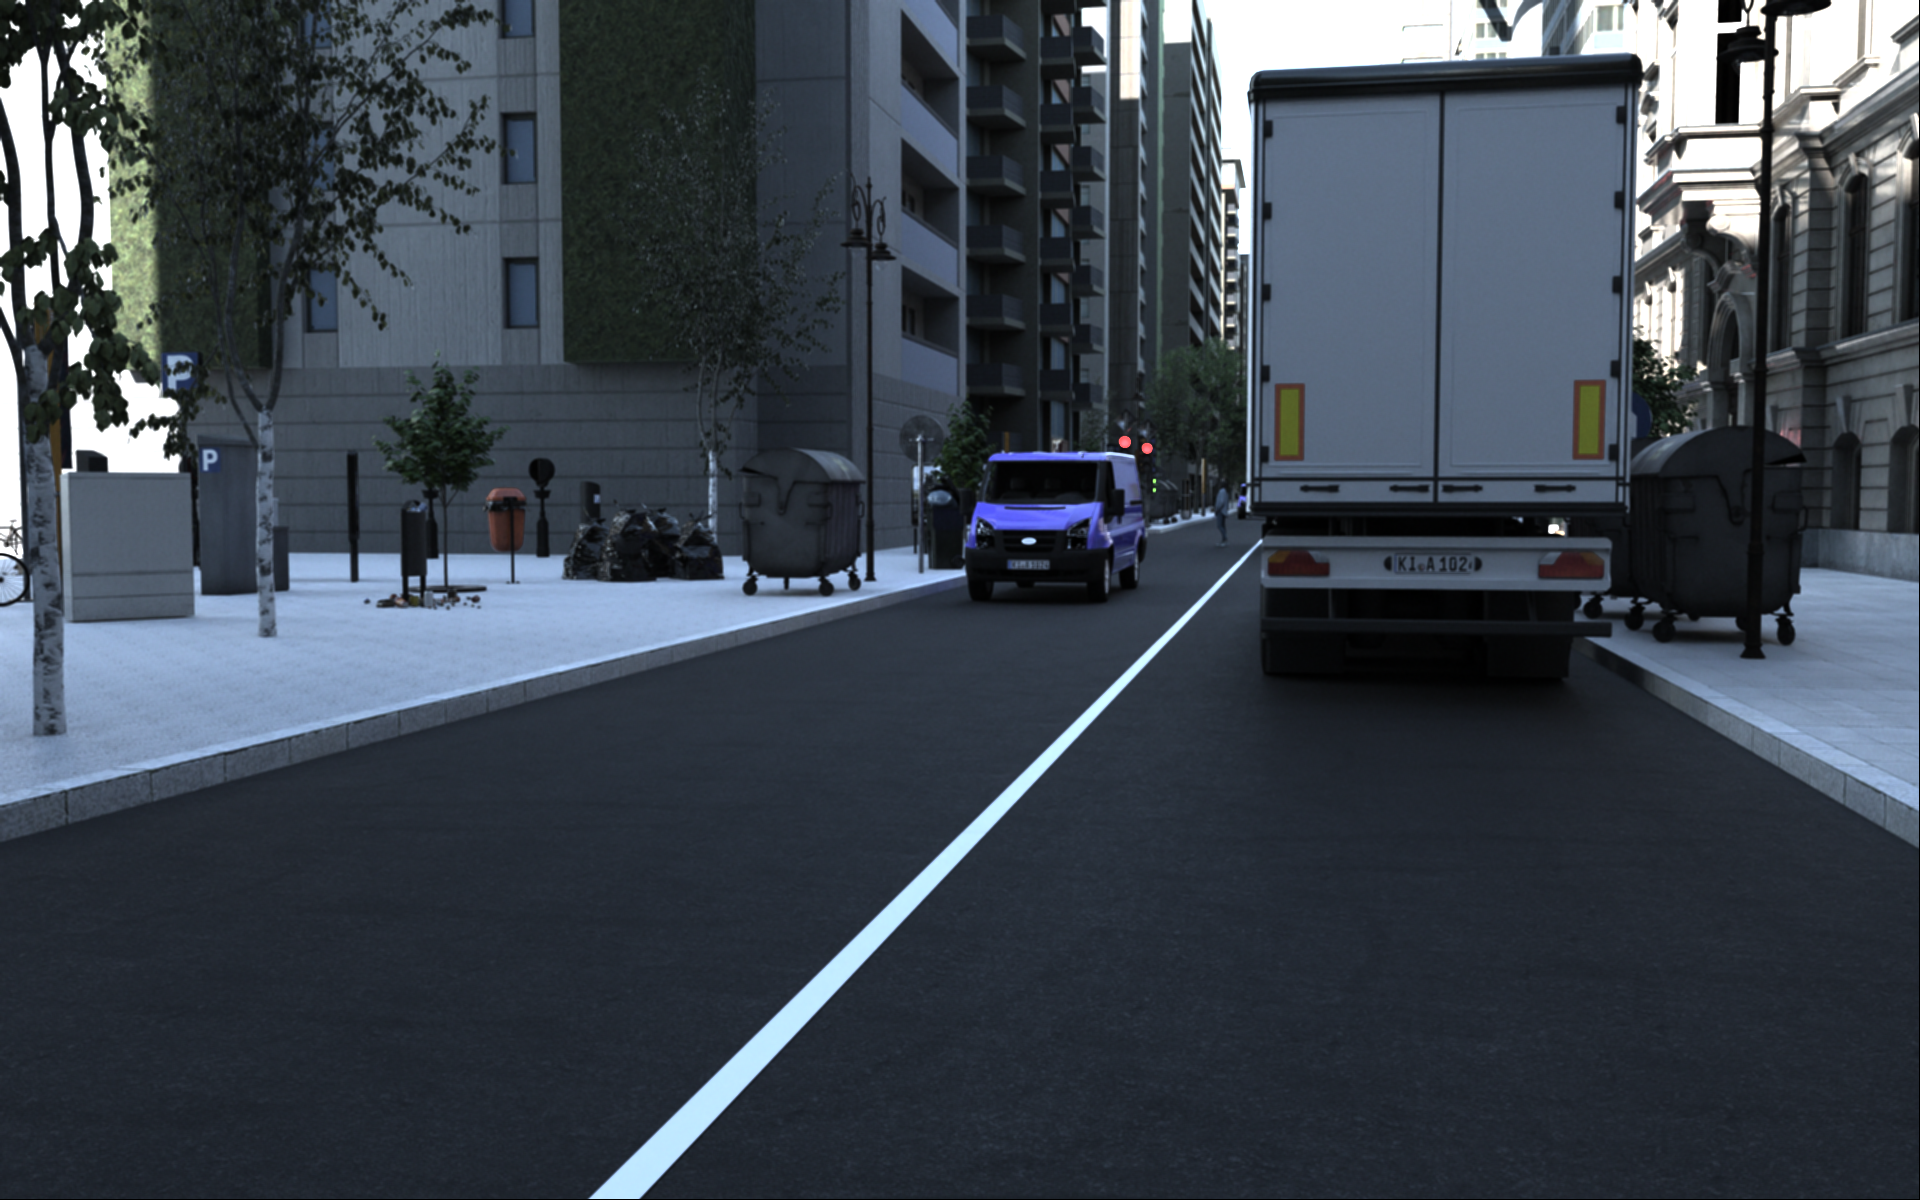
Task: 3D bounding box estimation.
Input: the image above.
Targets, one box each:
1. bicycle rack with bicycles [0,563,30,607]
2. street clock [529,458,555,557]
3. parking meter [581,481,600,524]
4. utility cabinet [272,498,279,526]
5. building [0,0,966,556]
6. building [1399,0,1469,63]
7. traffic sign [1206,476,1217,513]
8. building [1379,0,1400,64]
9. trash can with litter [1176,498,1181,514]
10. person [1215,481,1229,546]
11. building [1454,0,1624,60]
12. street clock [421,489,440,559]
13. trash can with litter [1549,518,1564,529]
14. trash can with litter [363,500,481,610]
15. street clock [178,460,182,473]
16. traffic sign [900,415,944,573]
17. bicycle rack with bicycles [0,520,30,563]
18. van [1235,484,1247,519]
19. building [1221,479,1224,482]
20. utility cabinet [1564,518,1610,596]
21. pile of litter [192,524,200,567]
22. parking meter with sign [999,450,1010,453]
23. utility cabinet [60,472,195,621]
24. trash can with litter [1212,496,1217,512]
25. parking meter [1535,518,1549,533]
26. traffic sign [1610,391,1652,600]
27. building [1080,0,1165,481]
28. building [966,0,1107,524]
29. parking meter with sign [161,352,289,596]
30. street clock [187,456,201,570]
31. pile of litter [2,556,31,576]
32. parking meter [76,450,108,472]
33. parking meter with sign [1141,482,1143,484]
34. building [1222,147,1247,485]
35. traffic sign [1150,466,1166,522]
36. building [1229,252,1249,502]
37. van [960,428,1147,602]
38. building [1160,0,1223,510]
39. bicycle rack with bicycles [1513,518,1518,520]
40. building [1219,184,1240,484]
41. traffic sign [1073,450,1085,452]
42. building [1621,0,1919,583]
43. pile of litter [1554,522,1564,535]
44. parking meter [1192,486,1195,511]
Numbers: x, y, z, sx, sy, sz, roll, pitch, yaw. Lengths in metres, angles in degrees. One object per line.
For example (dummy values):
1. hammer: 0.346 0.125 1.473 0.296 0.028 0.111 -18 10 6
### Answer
1. bicycle rack with bicycles: -11.687 -0.303 18.337 2.925 0.926 2.852 -1 4 -19
2. street clock: -8.476 -1.870 35.147 0.471 2.002 0.358 1 4 18
3. parking meter: -7.253 -1.566 34.022 0.372 1.533 0.369 0 3 0
4. utility cabinet: -10.438 -0.891 25.722 0.306 1.237 1.020 -3 5 -41
5. building: -14.435 -30.834 46.143 28.212 58.520 21.231 1 4 11
6. building: 42.801 -28.021 141.737 14.154 41.232 14.086 1 4 11
7. traffic sign: 17.339 -7.308 119.598 0.768 2.556 0.104 1 4 16
8. building: 56.650 -39.678 190.740 21.231 58.520 28.212 1 4 11
9. trash can with litter: 13.854 -6.018 109.781 1.055 1.170 0.624 -1 4 -16
10. person: 7.261 -2.388 47.805 0.793 1.790 0.793 -1 4 -11
11. building: 47.864 -26.221 120.586 32.217 40.220 23.993 1 4 11
12. street clock: -10.486 -1.820 34.324 0.358 2.002 0.471 2 4 35
13. trash can with litter: 22.053 -3.157 63.012 0.624 1.170 1.055 3 5 43
14. trash can with litter: -6.143 -0.565 20.302 1.678 1.210 2.233 0 4 5
15. street clock: -14.605 -1.741 33.034 0.471 2.002 0.358 -3 5 -40
16. traffic sign: -0.629 -1.706 28.002 0.768 2.556 0.104 1 4 19
17. bicycle rack with bicycles: -18.747 -1.324 35.029 2.852 0.926 2.925 1 4 13
18. van: 17.123 -5.855 100.107 2.240 2.365 5.245 1 4 13
19. building: 13.624 -30.849 196.268 32.217 40.220 23.993 1 4 11
20. utility cabinet: 8.173 -0.655 21.874 1.020 1.237 0.306 1 4 15
21. pile of litter: -13.838 -1.034 30.877 1.719 0.858 1.176 0 4 -1
22. parking meter with sign: 1.193 -4.466 69.272 0.543 3.016 1.738 -3 5 -45
23. utility cabinet: -8.496 -0.551 17.686 1.173 1.500 0.318 -3 5 -43
24. trash can with litter: 18.040 -6.766 122.009 0.624 1.170 1.055 2 4 29
25. parking meter: 10.837 -1.468 32.414 0.372 1.533 0.369 0 3 0
26. traffic sign: 7.960 -1.279 21.011 0.768 2.556 0.104 1 4 12
27. building: 7.311 -27.131 127.192 14.154 41.232 14.086 1 4 11
28. building: -4.586 -26.374 85.840 22.147 44.769 28.867 1 4 11
29. parking meter with sign: -9.335 -1.584 22.166 0.543 3.016 1.738 1 4 16
30. street clock: -12.693 -1.504 29.160 0.358 2.002 0.471 1 4 13
31. pile of litter: -14.755 -0.864 28.093 1.176 0.858 1.719 2 4 30
32. parking meter: -11.422 -1.048 22.842 0.399 1.863 0.255 3 4 36
33. parking meter with sign: 11.143 -6.828 107.906 1.738 3.016 0.543 2 4 23
34. building: 29.255 -41.515 268.006 28.713 52.752 27.495 1 4 11
35. traffic sign: 9.025 -4.836 79.182 0.768 2.556 0.104 1 4 20
36. building: 40.867 -36.918 287.200 14.154 41.232 14.086 1 4 11
37. van: 1.441 -1.253 24.869 2.240 2.365 5.245 1 4 12
38. building: 14.674 -33.545 172.157 21.300 48.544 21.600 1 4 11
39. bicycle rack with bicycles: 29.938 -5.179 98.060 2.852 0.926 2.925 1 4 15
40. building: 27.101 -35.802 239.993 22.147 44.769 28.867 1 4 11
41. traffic sign: 3.437 -3.055 50.055 0.768 2.556 0.104 1 4 14
42. building: 20.834 -13.068 32.745 14.460 24.649 34.723 1 4 11
43. pile of litter: 19.201 -2.431 53.707 1.719 0.858 1.176 2 4 34
44. parking meter: 17.699 -7.649 130.780 0.255 1.863 0.399 1 4 12
